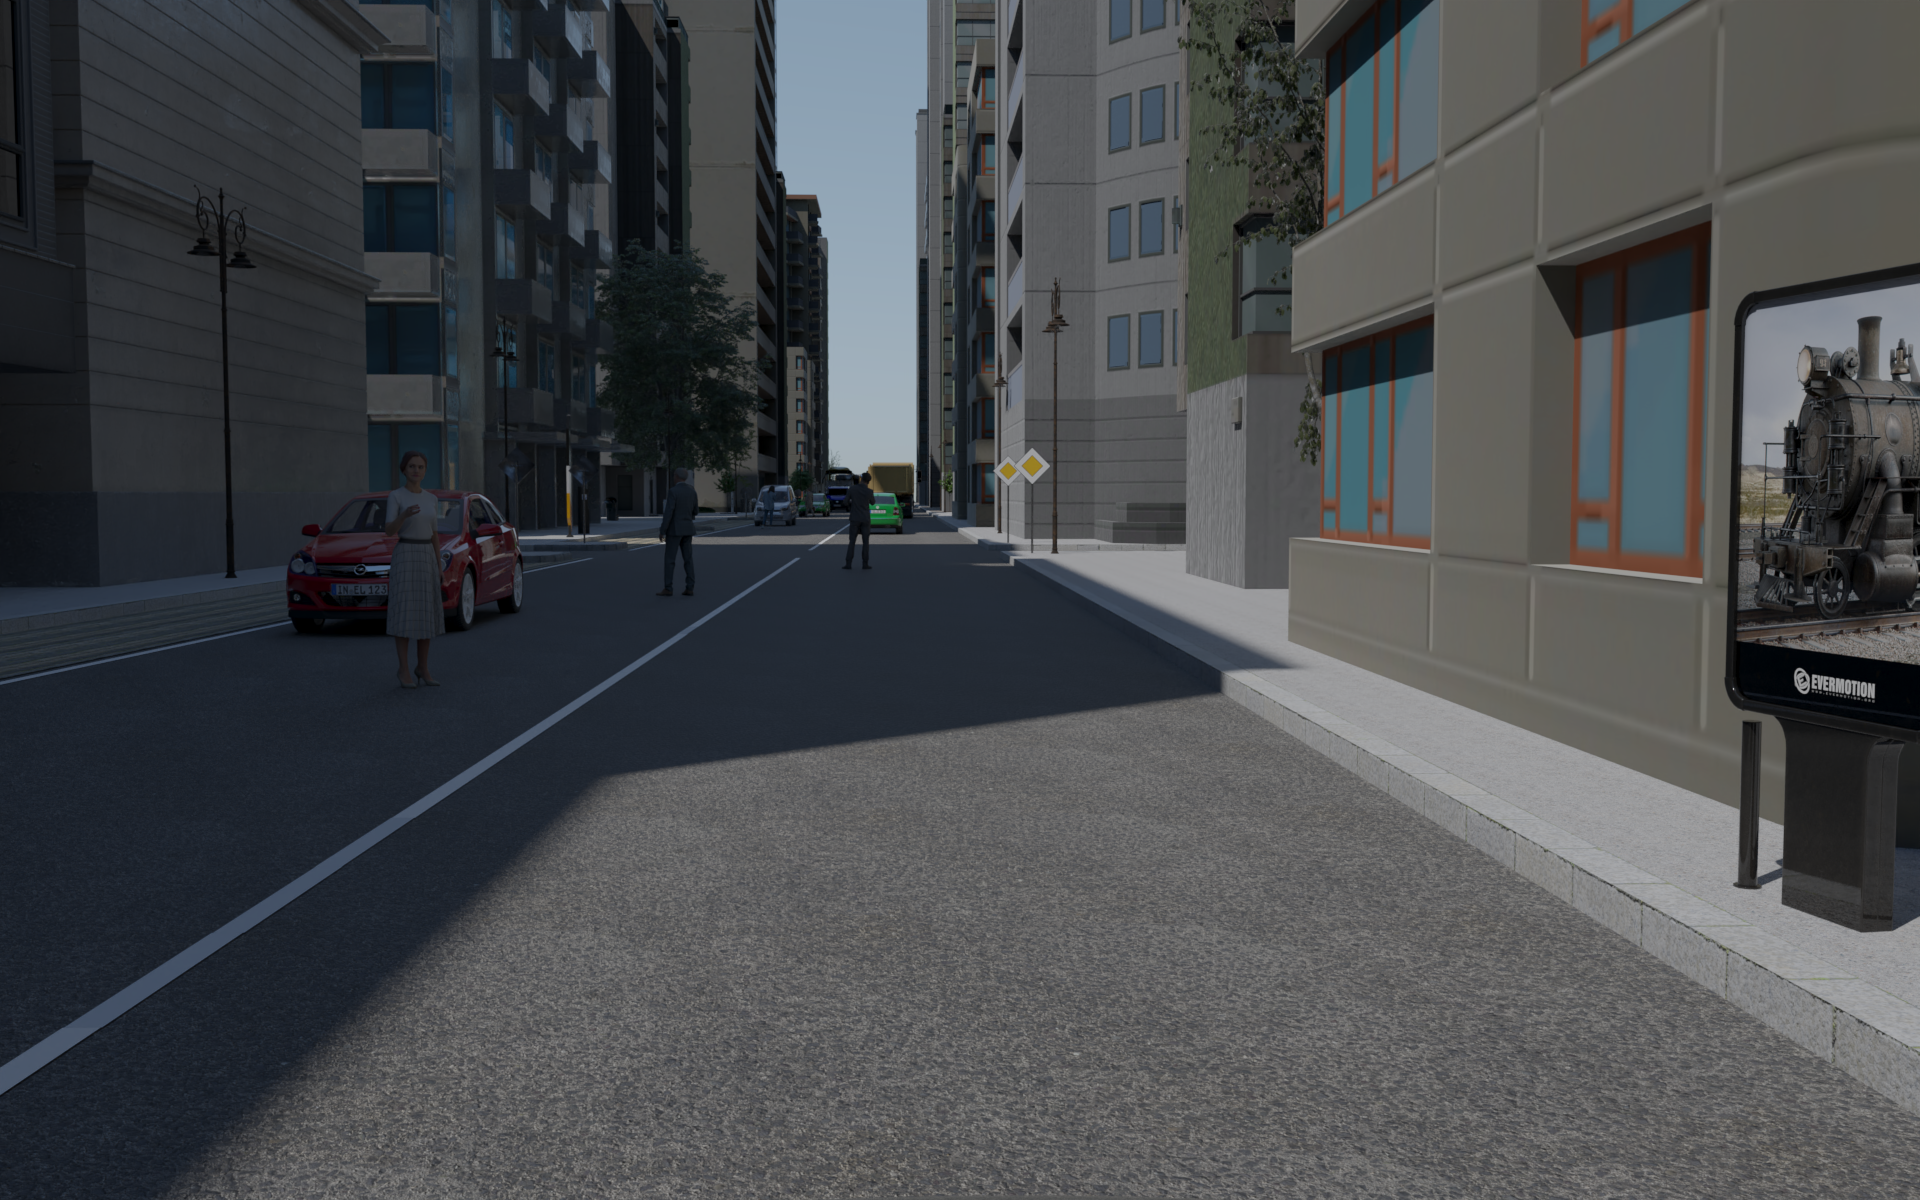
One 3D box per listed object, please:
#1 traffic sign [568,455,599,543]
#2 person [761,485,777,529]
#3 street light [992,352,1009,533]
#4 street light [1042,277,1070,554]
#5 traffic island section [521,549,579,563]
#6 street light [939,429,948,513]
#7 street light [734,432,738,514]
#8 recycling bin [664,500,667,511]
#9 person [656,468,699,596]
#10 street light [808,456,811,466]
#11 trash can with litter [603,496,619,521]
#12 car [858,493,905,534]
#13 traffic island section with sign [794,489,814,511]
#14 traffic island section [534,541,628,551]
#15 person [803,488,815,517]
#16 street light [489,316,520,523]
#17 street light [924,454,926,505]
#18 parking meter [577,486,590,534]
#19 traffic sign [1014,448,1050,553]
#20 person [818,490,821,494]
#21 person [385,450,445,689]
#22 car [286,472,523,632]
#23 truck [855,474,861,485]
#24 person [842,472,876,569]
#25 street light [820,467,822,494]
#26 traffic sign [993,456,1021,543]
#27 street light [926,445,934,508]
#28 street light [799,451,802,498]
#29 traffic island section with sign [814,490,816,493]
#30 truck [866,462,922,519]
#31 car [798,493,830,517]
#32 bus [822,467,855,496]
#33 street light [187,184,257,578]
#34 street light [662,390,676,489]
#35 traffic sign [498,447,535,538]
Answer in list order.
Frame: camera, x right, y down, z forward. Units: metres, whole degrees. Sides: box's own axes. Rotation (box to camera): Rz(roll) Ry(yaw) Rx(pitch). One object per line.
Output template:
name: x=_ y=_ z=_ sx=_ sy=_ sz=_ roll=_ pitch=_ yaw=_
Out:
traffic sign: x=-9.776 y=-2.532 z=45.041 sx=0.795 sy=2.450 sz=0.064 roll=0 pitch=4 yaw=-2
person: x=-7.931 y=-3.849 z=71.701 sx=0.793 sy=1.790 sz=0.793 roll=-2 pitch=4 yaw=-24
street light: x=1.299 y=-5.106 z=56.272 sx=0.468 sy=5.910 sz=1.993 roll=0 pitch=4 yaw=-2
street light: x=2.039 y=-3.931 z=37.066 sx=0.468 sy=5.910 sz=1.993 roll=0 pitch=4 yaw=-2
traffic island section: x=-9.502 y=-0.908 z=37.122 sx=2.009 sy=0.180 sz=2.903 roll=0 pitch=4 yaw=-2
street light: x=-1.043 y=-9.013 z=120.154 sx=0.468 sy=5.910 sz=1.993 roll=0 pitch=4 yaw=-2
street light: x=-14.271 y=-8.409 z=110.279 sx=0.468 sy=5.910 sz=1.993 roll=0 pitch=4 yaw=-2
recycling bin: x=-13.158 y=-4.109 z=79.744 sx=0.722 sy=1.027 sz=0.722 roll=2 pitch=4 yaw=29
person: x=-4.019 y=-0.967 z=24.490 sx=0.590 sy=1.801 sz=0.661 roll=3 pitch=4 yaw=38
street light: x=-17.737 y=-14.191 z=204.805 sx=0.468 sy=5.910 sz=1.993 roll=0 pitch=4 yaw=-2
trash can with litter: x=-16.707 y=-4.381 z=83.013 sx=0.624 sy=1.170 sz=1.055 roll=0 pitch=4 yaw=2
car: x=-2.969 y=-3.312 z=62.945 sx=1.959 sy=1.807 sz=4.718 roll=0 pitch=4 yaw=-2
traffic island section with sign: x=-13.517 y=-8.347 z=145.093 sx=1.989 sy=1.847 sz=2.006 roll=0 pitch=4 yaw=-2
traffic island section: x=-9.799 y=-1.396 z=45.101 sx=2.009 sy=0.180 sz=2.903 roll=0 pitch=4 yaw=-2
person: x=-9.263 y=-5.975 z=106.291 sx=0.767 sy=1.812 sz=0.694 roll=3 pitch=4 yaw=36
street light: x=-11.831 y=-4.425 z=45.135 sx=0.468 sy=5.910 sz=1.993 roll=0 pitch=4 yaw=-2
street light: x=-3.884 y=-13.689 z=196.603 sx=0.468 sy=5.910 sz=1.993 roll=0 pitch=4 yaw=-2
parking meter: x=-12.144 y=-2.903 z=55.871 sx=0.372 sy=1.533 sz=0.369 roll=0 pitch=3 yaw=0
traffic sign: x=1.558 y=-2.068 z=37.449 sx=0.795 sy=2.450 sz=0.064 roll=0 pitch=4 yaw=-2
person: x=-15.036 y=-10.800 z=185.085 sx=0.705 sy=1.823 sz=1.348 roll=0 pitch=4 yaw=3
person: x=-3.999 y=-0.229 z=12.814 sx=0.524 sy=1.755 sz=0.480 roll=3 pitch=4 yaw=37
car: x=-6.116 y=-0.633 z=19.392 sx=2.155 sy=1.783 sz=4.494 roll=0 pitch=4 yaw=-4
truck: x=-11.067 y=-10.766 z=171.941 sx=3.469 sy=3.379 sz=9.791 roll=0 pitch=4 yaw=-2
person: x=-1.941 y=-1.520 z=33.154 sx=0.655 sy=1.846 sz=0.447 roll=0 pitch=4 yaw=-3
street light: x=-18.972 y=-16.139 z=236.652 sx=0.468 sy=5.910 sz=1.993 roll=0 pitch=4 yaw=-2
traffic sign: x=1.262 y=-2.556 z=45.429 sx=0.795 sy=2.450 sz=0.064 roll=0 pitch=4 yaw=-2
street light: x=-2.713 y=-11.708 z=164.218 sx=0.468 sy=5.910 sz=1.993 roll=0 pitch=4 yaw=-2
street light: x=-17.168 y=-13.076 z=186.571 sx=0.468 sy=5.910 sz=1.993 roll=0 pitch=4 yaw=-2
traffic island section with sign: x=-14.521 y=-9.994 z=172.030 sx=1.989 sy=1.847 sz=2.006 roll=0 pitch=4 yaw=-2
truck: x=-4.071 y=-6.629 z=104.307 sx=3.469 sy=3.379 sz=9.791 roll=0 pitch=4 yaw=-1
car: x=-9.236 y=-6.180 z=109.844 sx=1.959 sy=1.807 sz=4.718 roll=0 pitch=4 yaw=0
bus: x=-10.958 y=-10.212 z=158.511 sx=2.896 sy=3.916 sz=12.252 roll=0 pitch=4 yaw=-2
street light: x=-11.137 y=-3.272 z=26.280 sx=0.468 sy=5.910 sz=1.993 roll=0 pitch=4 yaw=-2
street light: x=-12.998 y=-6.399 z=77.414 sx=0.468 sy=5.910 sz=1.993 roll=0 pitch=4 yaw=-2
traffic sign: x=-9.479 y=-2.044 z=37.061 sx=0.795 sy=2.450 sz=0.064 roll=0 pitch=4 yaw=-2
